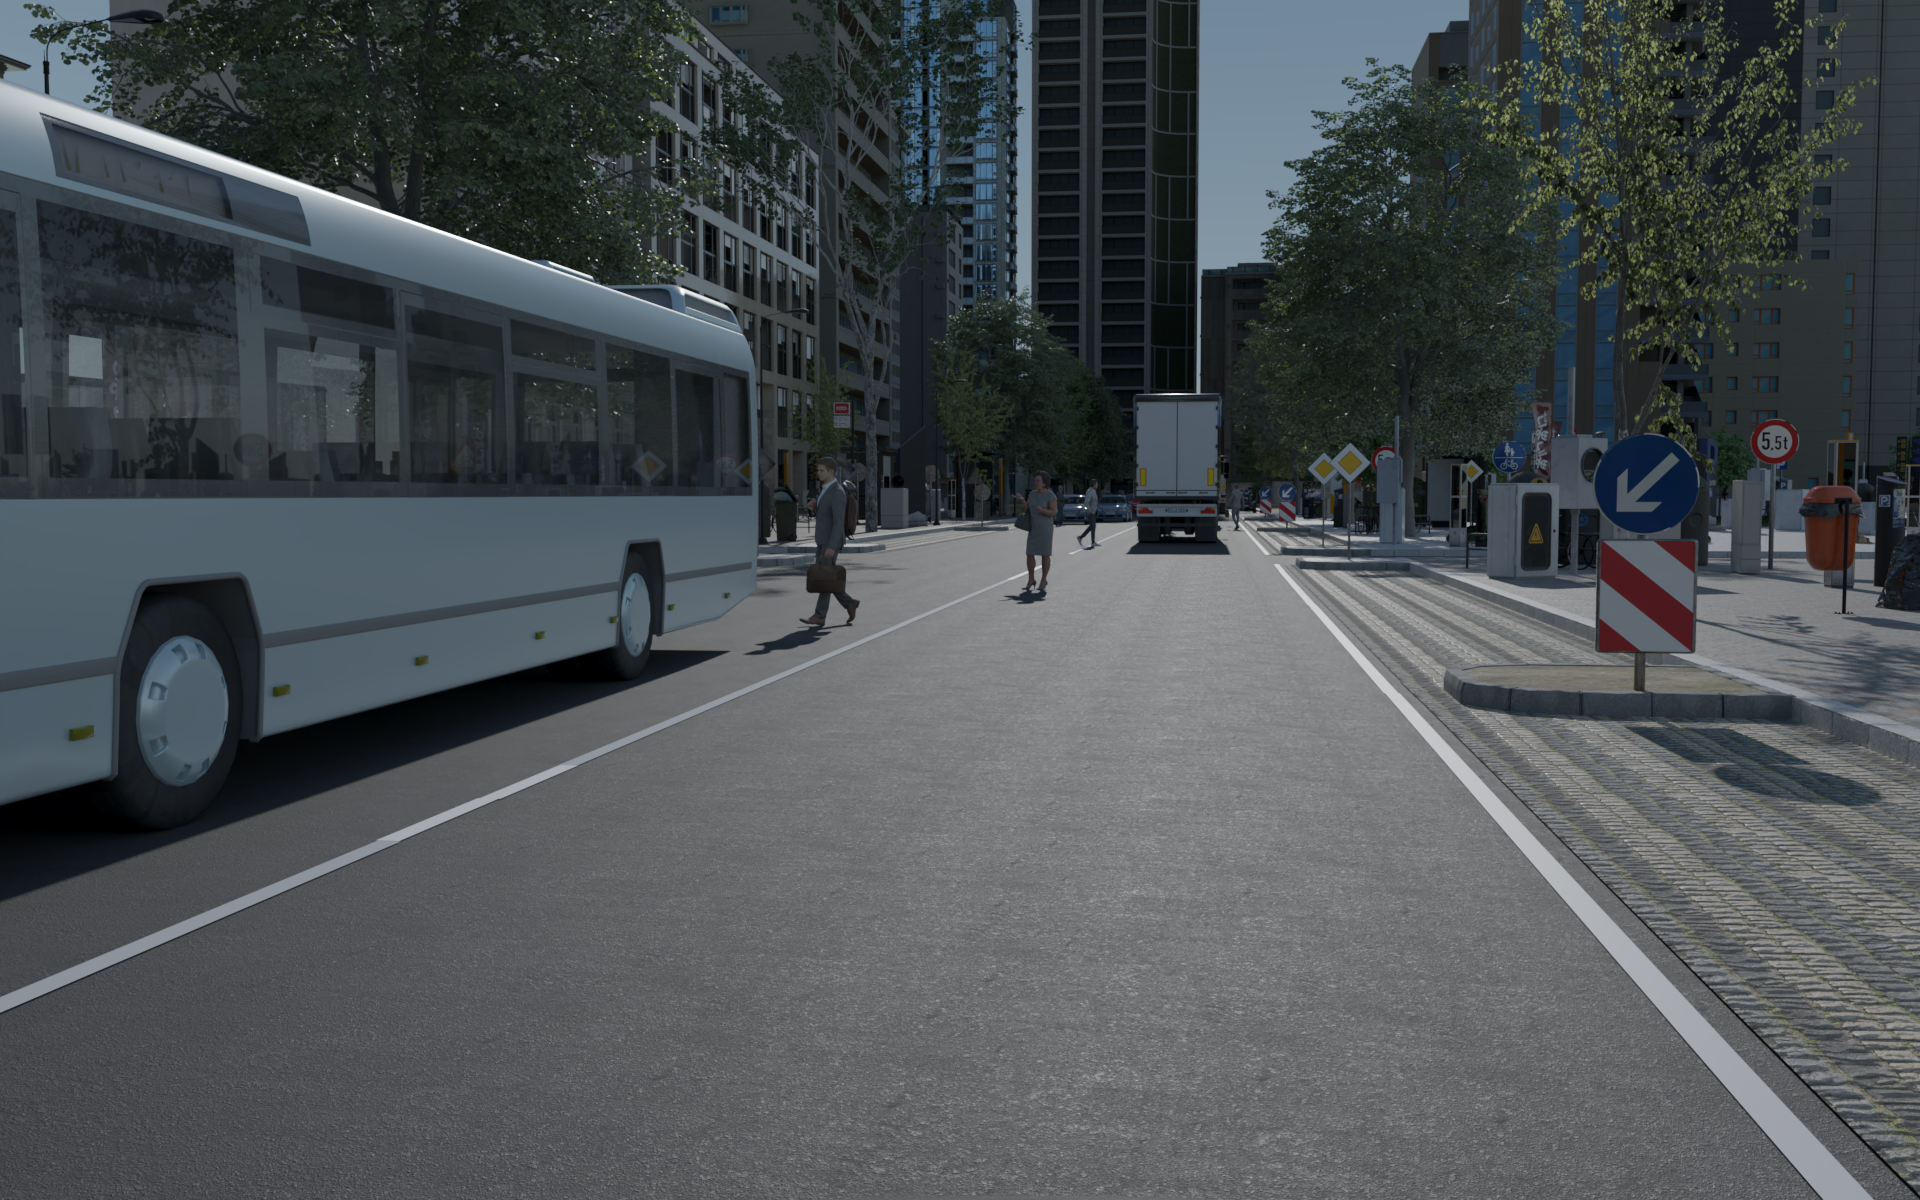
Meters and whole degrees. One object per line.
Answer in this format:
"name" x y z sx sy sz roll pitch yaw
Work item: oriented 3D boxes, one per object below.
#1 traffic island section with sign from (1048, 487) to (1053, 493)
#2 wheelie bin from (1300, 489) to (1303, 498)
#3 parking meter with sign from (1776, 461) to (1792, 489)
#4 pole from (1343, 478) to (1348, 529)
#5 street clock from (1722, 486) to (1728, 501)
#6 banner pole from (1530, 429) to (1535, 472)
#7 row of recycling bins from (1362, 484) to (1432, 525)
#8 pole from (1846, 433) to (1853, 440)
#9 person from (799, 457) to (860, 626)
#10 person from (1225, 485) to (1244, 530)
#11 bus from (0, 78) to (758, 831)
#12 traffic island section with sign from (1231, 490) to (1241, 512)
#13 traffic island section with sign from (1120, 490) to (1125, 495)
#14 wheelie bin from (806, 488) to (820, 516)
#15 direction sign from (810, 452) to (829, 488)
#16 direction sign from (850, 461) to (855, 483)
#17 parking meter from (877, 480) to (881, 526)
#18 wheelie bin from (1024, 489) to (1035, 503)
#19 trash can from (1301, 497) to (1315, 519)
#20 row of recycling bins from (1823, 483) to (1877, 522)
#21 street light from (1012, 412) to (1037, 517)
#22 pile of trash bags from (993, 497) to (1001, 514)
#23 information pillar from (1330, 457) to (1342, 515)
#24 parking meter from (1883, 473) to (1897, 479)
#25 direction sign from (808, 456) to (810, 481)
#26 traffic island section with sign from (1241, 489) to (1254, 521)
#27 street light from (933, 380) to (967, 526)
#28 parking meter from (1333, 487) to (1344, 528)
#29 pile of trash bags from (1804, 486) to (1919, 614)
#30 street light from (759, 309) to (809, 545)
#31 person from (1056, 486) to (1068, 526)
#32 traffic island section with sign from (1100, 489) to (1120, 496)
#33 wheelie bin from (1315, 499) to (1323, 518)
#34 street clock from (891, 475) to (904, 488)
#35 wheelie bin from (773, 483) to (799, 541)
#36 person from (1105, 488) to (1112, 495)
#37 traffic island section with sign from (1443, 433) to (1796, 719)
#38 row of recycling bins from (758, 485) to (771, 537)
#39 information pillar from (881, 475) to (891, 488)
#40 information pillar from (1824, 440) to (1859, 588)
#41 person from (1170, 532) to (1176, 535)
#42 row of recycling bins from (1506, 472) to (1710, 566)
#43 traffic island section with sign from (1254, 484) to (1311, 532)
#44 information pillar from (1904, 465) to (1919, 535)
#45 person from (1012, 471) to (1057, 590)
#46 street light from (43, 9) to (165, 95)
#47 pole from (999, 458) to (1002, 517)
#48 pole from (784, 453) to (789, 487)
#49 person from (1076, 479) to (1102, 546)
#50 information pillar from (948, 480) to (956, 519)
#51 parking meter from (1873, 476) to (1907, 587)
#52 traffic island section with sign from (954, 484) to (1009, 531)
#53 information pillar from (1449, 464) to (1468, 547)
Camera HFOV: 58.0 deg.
"traffic island section with sign" 4.769 -5.244 94.372 1.989 1.847 2.006 1 4 8
"wheelie bin" 22.046 -6.235 109.858 0.980 1.594 0.693 1 4 21
"parking meter with sign" 40.679 -5.446 85.296 0.543 3.016 1.738 3 5 43
"pole" 14.296 -4.302 64.183 0.158 3.312 0.155 0 3 0
"street clock" 37.721 -4.945 85.414 0.358 2.002 0.471 2 4 29
"banner pole" 19.713 -4.207 58.801 0.863 3.779 0.401 -1 4 -12
"row of recycling bins" 18.366 -3.986 72.289 1.069 1.692 3.534 -3 5 -42
"pole" 29.572 -3.903 57.664 0.158 3.312 0.155 0 3 0
"person" -1.390 -0.636 18.870 0.822 1.834 0.622 -2 4 -31
"person" 11.077 -3.732 69.645 0.709 1.813 0.853 -2 4 -27
"bus" -4.130 -0.944 10.300 2.948 3.499 13.247 0 4 8
"traffic island section with sign" 23.483 -8.178 142.345 1.989 1.847 2.006 1 4 8
"traffic island section with sign" 15.995 -9.941 171.157 1.989 1.847 2.006 1 4 8
"wheelie bin" -8.209 -5.474 97.414 0.980 1.594 0.693 3 4 37
"direction sign" -7.476 -6.196 93.309 0.876 3.537 0.379 -1 4 -23
"direction sign" -7.484 -7.667 117.357 0.876 3.537 0.379 2 4 35
"parking meter" -3.296 -3.939 70.110 0.255 1.863 0.399 -1 4 -23
"wheelie bin" 4.717 -6.594 115.712 0.980 1.594 0.693 1 4 15
"trash can" 18.121 -4.803 90.187 0.748 1.137 0.748 0 3 0
"row of recycling bins" 33.009 -3.468 63.817 1.069 1.692 3.534 -1 4 -14
"street light" 3.654 -7.696 98.370 1.470 5.913 1.316 1 4 8
"pile of trash bags" 1.702 -6.081 109.172 1.912 1.369 3.447 1 4 15
"information pillar" 14.673 -4.655 67.458 0.504 3.616 0.183 -1 4 -19
"parking meter" 25.143 -2.517 46.869 0.255 1.863 0.399 1 4 12
"direction sign" -8.619 -6.802 103.208 0.876 3.537 0.379 1 4 21
"traffic island section with sign" 16.236 -5.146 92.770 1.989 1.847 2.006 1 4 8
"street light" -0.420 -5.993 70.523 1.470 5.913 1.316 1 4 8
"parking meter" 14.516 -3.548 66.418 0.372 1.533 0.369 0 3 0
"pile of trash bags" 10.827 -0.561 18.921 3.447 1.369 1.912 0 4 -8
"street light" -4.467 -4.345 43.583 1.470 5.913 1.316 1 4 8
"person" 4.586 -4.231 77.855 0.590 1.801 0.661 0 4 -8
"traffic island section with sign" 12.050 -8.291 144.188 1.989 1.847 2.006 1 4 8
"wheelie bin" 19.487 -5.258 93.872 0.980 1.594 0.693 -1 4 -11
"street clock" -2.407 -3.815 66.947 0.471 2.002 0.358 -1 4 -14
"wheelie bin" -4.764 -2.413 47.353 0.693 1.594 0.980 0 4 -8
"person" 9.772 -6.495 114.471 0.659 1.850 0.755 -1 4 -12
"traffic island section with sign" 4.446 -0.207 12.005 1.989 1.847 2.006 1 4 8
"row of recycling bins" -7.275 -2.671 50.791 3.534 1.692 1.069 -1 4 -23
"information pillar" -2.877 -3.843 67.329 0.304 2.012 0.304 -1 4 -14
"information pillar" 12.046 -1.174 23.681 0.304 2.012 0.304 0 4 7
"person" 7.330 -3.218 61.096 0.573 1.828 0.580 2 4 29
"row of recycling bins" 11.722 -1.495 31.561 3.534 1.692 1.069 1 4 14
"traffic island section with sign" 12.331 -3.509 65.997 1.989 1.847 2.006 1 4 8
"information pillar" 23.805 -2.372 43.273 0.304 2.012 0.304 1 4 16
"person" 1.077 -1.038 25.837 0.716 1.782 0.532 3 4 38
"street light" -8.311 -2.709 16.831 1.470 5.913 1.316 1 4 8
"pole" 2.299 -6.369 97.978 0.158 3.312 0.155 0 3 0
"pole" -8.551 -5.598 85.369 0.158 3.312 0.155 0 3 0
"person" 3.544 -2.405 47.667 0.795 1.843 0.661 1 4 23
"information pillar" -0.429 -5.193 89.400 0.304 2.012 0.304 -3 5 -42
"parking meter" 12.881 -0.952 23.977 0.372 1.533 0.369 0 3 0
"traffic island section with sign" 0.873 -3.613 67.698 1.989 1.847 2.006 1 4 8
"information pillar" 12.142 -2.305 42.180 0.304 2.012 0.304 -3 5 -42
